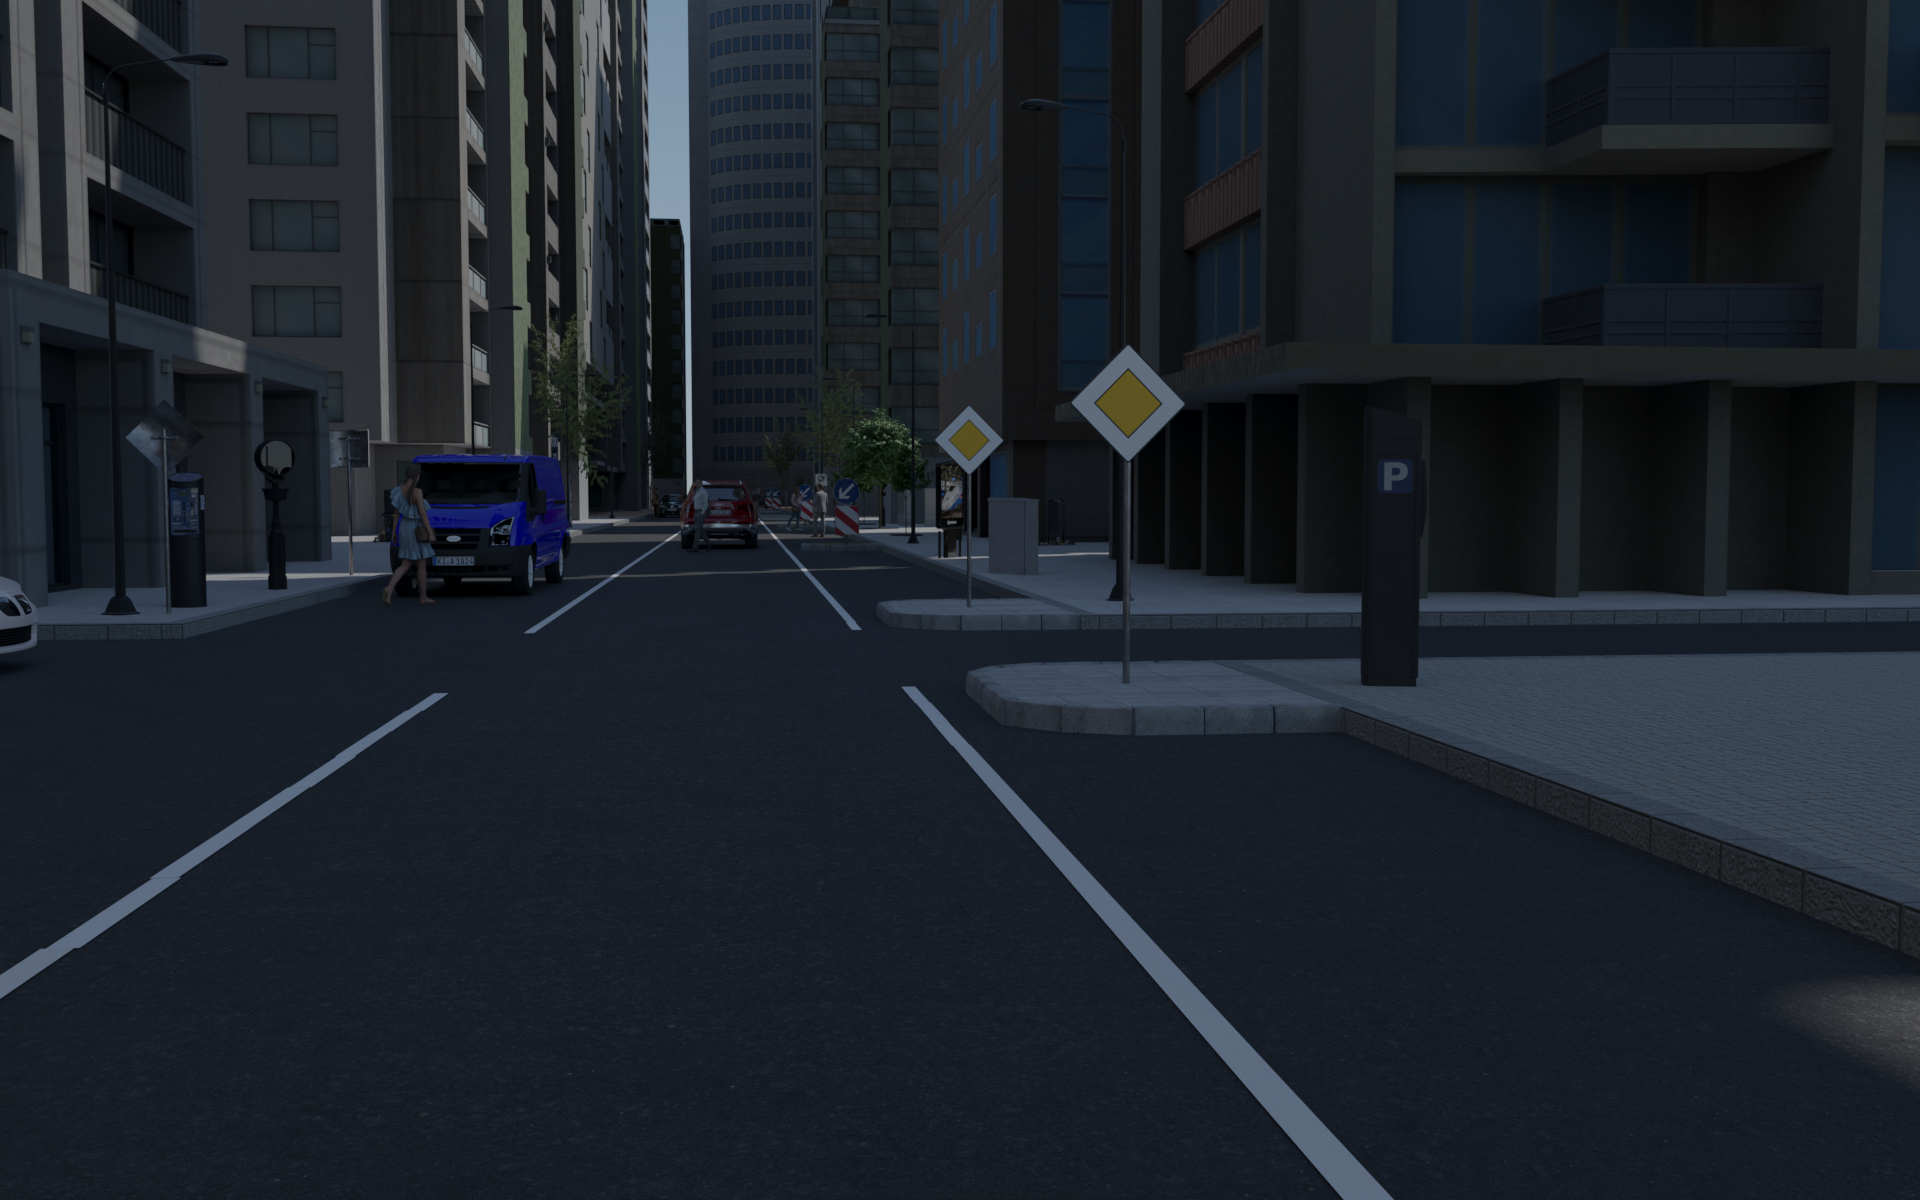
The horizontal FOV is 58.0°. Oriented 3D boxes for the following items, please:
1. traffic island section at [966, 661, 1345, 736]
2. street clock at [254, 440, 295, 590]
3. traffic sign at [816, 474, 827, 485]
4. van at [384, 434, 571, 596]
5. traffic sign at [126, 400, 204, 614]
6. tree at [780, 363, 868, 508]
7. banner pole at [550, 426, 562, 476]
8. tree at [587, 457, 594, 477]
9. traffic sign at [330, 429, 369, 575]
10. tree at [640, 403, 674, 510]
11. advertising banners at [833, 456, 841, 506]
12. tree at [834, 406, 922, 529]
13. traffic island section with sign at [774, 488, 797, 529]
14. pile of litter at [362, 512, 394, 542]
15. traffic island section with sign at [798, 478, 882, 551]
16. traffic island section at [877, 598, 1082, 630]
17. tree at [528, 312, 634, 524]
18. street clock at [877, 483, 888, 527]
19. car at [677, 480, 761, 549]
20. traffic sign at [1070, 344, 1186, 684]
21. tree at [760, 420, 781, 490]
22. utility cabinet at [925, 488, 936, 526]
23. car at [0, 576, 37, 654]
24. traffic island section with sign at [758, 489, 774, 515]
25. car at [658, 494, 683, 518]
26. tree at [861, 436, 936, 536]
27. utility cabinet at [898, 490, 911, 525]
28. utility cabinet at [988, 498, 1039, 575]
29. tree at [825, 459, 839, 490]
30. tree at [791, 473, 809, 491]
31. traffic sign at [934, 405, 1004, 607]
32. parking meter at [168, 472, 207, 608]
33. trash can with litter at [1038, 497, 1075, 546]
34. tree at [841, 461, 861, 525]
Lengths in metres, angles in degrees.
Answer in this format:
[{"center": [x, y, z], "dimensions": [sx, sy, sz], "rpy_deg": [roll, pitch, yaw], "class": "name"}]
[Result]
[{"center": [1.143, 0.645, 11.743], "dimensions": [2.009, 0.180, 2.903], "rpy_deg": [0, 4, -7], "class": "traffic island section"}, {"center": [-9.182, -1.142, 23.248], "dimensions": [0.471, 2.002, 0.358], "rpy_deg": [-3, 5, -42], "class": "street clock"}, {"center": [-6.958, -5.185, 86.898], "dimensions": [0.606, 2.300, 0.079], "rpy_deg": [0, 4, -4], "class": "traffic sign"}, {"center": [-7.166, -1.331, 26.144], "dimensions": [2.240, 2.365, 5.245], "rpy_deg": [0, 4, -6], "class": "van"}, {"center": [-8.477, -0.909, 18.501], "dimensions": [0.795, 2.450, 0.064], "rpy_deg": [0, 4, -7], "class": "traffic sign"}, {"center": [-7.078, -8.943, 96.576], "dimensions": [4.737, 8.622, 4.395], "rpy_deg": [0, 3, 0], "class": "tree"}, {"center": [-14.816, -4.510, 63.762], "dimensions": [0.401, 3.779, 0.863], "rpy_deg": [1, 4, 23], "class": "banner pole"}, {"center": [-21.013, -6.573, 91.186], "dimensions": [4.285, 4.588, 4.351], "rpy_deg": [0, 3, 0], "class": "tree"}, {"center": [-9.628, -1.542, 27.338], "dimensions": [0.606, 2.300, 0.079], "rpy_deg": [0, 4, -1], "class": "traffic sign"}, {"center": [-25.043, -11.520, 138.706], "dimensions": [4.360, 8.622, 3.978], "rpy_deg": [0, 3, 0], "class": "tree"}, {"center": [-5.420, -4.931, 76.812], "dimensions": [0.090, 3.025, 2.074], "rpy_deg": [0, 4, 4], "class": "advertising banners"}, {"center": [-3.061, -4.923, 64.213], "dimensions": [4.285, 4.588, 4.351], "rpy_deg": [0, 3, 0], "class": "tree"}, {"center": [-6.496, -3.818, 71.045], "dimensions": [1.989, 1.847, 2.006], "rpy_deg": [0, 4, -7], "class": "traffic island section with sign"}, {"center": [-15.140, -1.983, 46.387], "dimensions": [1.719, 0.858, 1.176], "rpy_deg": [1, 4, 23], "class": "pile of litter"}, {"center": [-3.058, -2.182, 44.309], "dimensions": [1.989, 1.847, 2.006], "rpy_deg": [0, 4, -7], "class": "traffic island section with sign"}, {"center": [0.122, 0.160, 19.663], "dimensions": [2.009, 0.180, 2.903], "rpy_deg": [0, 4, -7], "class": "traffic island section"}, {"center": [-15.711, -7.333, 70.259], "dimensions": [4.737, 8.622, 4.395], "rpy_deg": [0, 3, 0], "class": "tree"}, {"center": [-3.071, -3.907, 68.441], "dimensions": [0.358, 2.002, 0.471], "rpy_deg": [3, 4, 37], "class": "street clock"}, {"center": [-6.563, -2.357, 47.217], "dimensions": [2.281, 1.827, 5.304], "rpy_deg": [0, 4, -8], "class": "car"}, {"center": [1.121, -0.491, 11.663], "dimensions": [0.795, 2.450, 0.064], "rpy_deg": [0, 4, -7], "class": "traffic sign"}, {"center": [-16.641, -13.030, 163.395], "dimensions": [4.737, 8.622, 4.395], "rpy_deg": [0, 3, 0], "class": "tree"}, {"center": [-0.807, -3.671, 68.694], "dimensions": [1.173, 1.500, 0.318], "rpy_deg": [0, 4, -1], "class": "utility cabinet"}, {"center": [-9.934, -0.078, 13.639], "dimensions": [4.827, 1.381, 2.083], "rpy_deg": [0, 4, -7], "class": "car"}, {"center": [-12.985, -6.887, 121.222], "dimensions": [1.989, 1.847, 2.006], "rpy_deg": [0, 4, -7], "class": "traffic island section with sign"}, {"center": [-17.613, -5.918, 106.540], "dimensions": [2.009, 1.686, 4.222], "rpy_deg": [0, 4, -6], "class": "car"}, {"center": [-1.741, -3.572, 53.005], "dimensions": [1.663, 3.219, 1.824], "rpy_deg": [0, 3, 0], "class": "tree"}, {"center": [-2.269, -3.774, 70.388], "dimensions": [0.318, 1.500, 1.173], "rpy_deg": [-1, 4, -15], "class": "utility cabinet"}, {"center": [0.859, -1.015, 27.759], "dimensions": [0.306, 1.237, 1.020], "rpy_deg": [-2, 4, -33], "class": "utility cabinet"}, {"center": [-5.156, -5.246, 80.367], "dimensions": [1.663, 3.219, 1.824], "rpy_deg": [0, 3, 0], "class": "tree"}, {"center": [-14.561, -9.929, 156.933], "dimensions": [1.663, 3.219, 1.824], "rpy_deg": [0, 3, 0], "class": "tree"}, {"center": [0.099, -0.975, 19.583], "dimensions": [0.795, 2.450, 0.064], "rpy_deg": [0, 4, -7], "class": "traffic sign"}, {"center": [-8.763, -0.687, 19.644], "dimensions": [0.372, 1.533, 0.369], "rpy_deg": [0, 3, 0], "class": "parking meter"}, {"center": [2.047, -1.980, 43.430], "dimensions": [2.233, 1.210, 1.678], "rpy_deg": [-3, 4, -39], "class": "trash can with litter"}, {"center": [-4.038, -4.755, 72.348], "dimensions": [1.663, 3.219, 1.824], "rpy_deg": [0, 3, 0], "class": "tree"}]
